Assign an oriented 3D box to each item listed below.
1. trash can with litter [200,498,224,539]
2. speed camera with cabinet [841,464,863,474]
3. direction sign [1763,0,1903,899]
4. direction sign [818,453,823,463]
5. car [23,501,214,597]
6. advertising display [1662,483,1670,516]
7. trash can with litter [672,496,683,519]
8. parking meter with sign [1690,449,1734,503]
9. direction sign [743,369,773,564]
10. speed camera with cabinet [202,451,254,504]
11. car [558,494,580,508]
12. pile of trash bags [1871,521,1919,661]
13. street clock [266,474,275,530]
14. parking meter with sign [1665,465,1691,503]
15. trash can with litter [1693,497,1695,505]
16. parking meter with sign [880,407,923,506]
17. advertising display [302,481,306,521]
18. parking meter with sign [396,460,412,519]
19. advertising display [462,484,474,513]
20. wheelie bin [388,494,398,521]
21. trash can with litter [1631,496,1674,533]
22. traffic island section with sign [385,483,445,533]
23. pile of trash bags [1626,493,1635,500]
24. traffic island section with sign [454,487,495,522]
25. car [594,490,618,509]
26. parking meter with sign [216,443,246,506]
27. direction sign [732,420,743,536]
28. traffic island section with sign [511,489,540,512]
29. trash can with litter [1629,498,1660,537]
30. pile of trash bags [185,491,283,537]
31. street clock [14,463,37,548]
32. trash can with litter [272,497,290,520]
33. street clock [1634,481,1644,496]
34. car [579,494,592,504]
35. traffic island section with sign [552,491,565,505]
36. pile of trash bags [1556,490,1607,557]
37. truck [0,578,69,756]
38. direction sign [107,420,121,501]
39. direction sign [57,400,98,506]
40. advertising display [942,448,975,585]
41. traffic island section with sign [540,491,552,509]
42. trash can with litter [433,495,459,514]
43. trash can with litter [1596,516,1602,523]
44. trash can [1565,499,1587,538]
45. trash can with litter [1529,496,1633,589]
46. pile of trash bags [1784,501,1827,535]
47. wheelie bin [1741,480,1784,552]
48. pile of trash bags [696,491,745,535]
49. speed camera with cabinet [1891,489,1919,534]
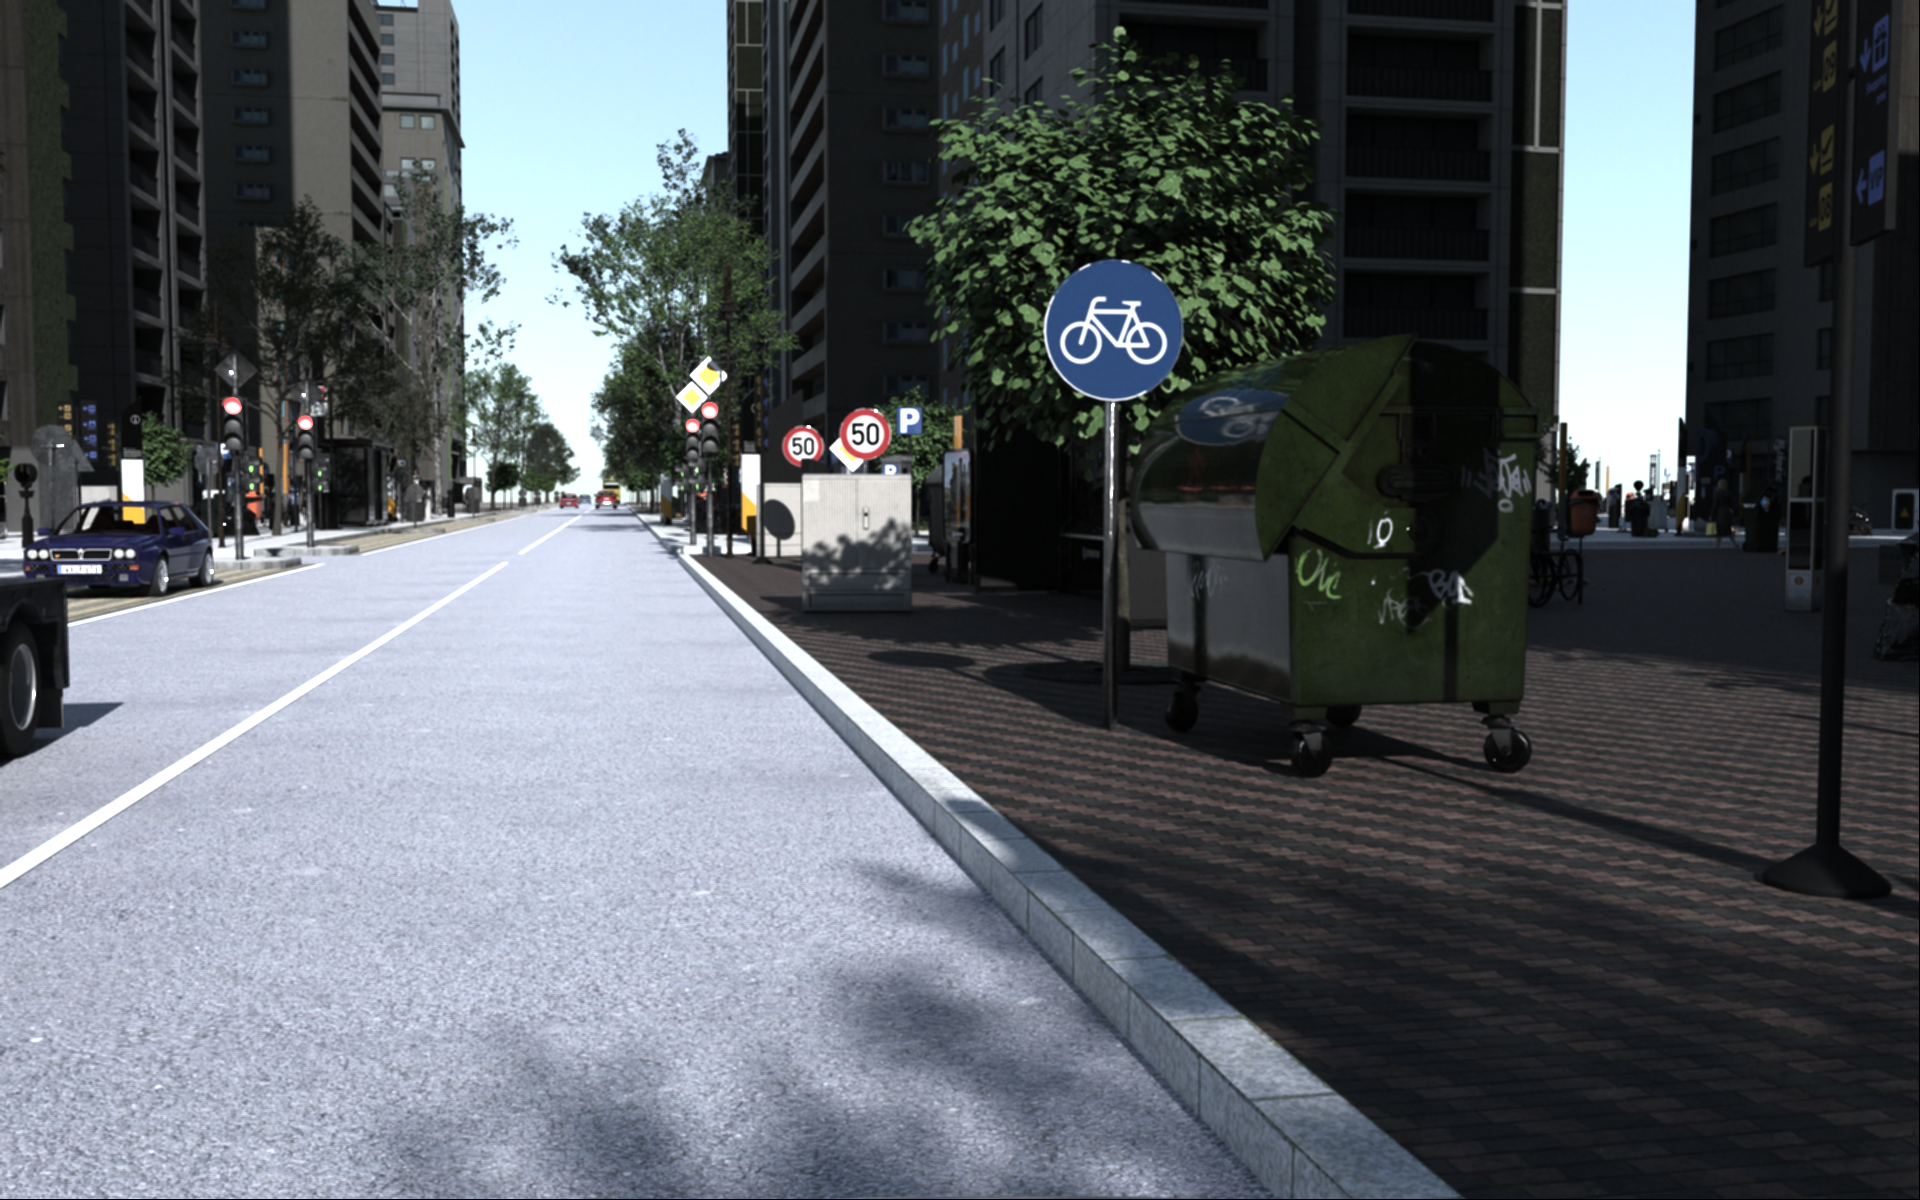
[{"bbox_3d":[-21.755,-2.380,50.299,0.624,1.170,1.055,-1,4,-18],"label":"trash can with litter"},{"bbox_3d":[-2.719,-3.706,54.934,2.038,3.252,0.660,-1,4,-23],"label":"speed camera with cabinet"},{"bbox_3d":[2.838,-0.830,5.565,0.379,3.537,0.876,1,4,12],"label":"direction sign"},{"bbox_3d":[-6.000,-4.931,72.613,0.379,3.537,0.876,2,4,31],"label":"direction sign"},{"bbox_3d":[-12.080,-0.760,25.005,1.945,1.354,3.894,-1,4,-10],"label":"car"},{"bbox_3d":[41.157,-5.829,100.515,0.974,1.923,0.123,-1,4,-19],"label":"advertising display"},{"bbox_3d":[-14.653,-4.785,89.622,0.624,1.170,1.055,-3,5,-39],"label":"trash can with litter"},{"bbox_3d":[28.892,-4.293,66.448,1.738,3.016,0.543,-2,4,-32],"label":"parking meter with sign"},{"bbox_3d":[-3.640,-2.435,31.805,0.379,3.537,0.876,0,4,8],"label":"direction sign"},{"bbox_3d":[-30.642,-4.782,72.526,0.660,3.252,2.038,2,4,33],"label":"speed camera with cabinet"},{"bbox_3d":[-39.801,-10.239,176.448,2.155,1.783,4.494,-1,4,-10],"label":"car"},{"bbox_3d":[8.680,-0.195,12.939,1.912,1.369,3.447,-3,5,-42],"label":"pile of trash bags"},{"bbox_3d":[-24.688,-3.518,62.093,0.358,2.002,0.471,-1,4,-17],"label":"street clock"},{"bbox_3d":[48.167,-7.327,116.060,0.543,3.016,1.738,-3,5,-40],"label":"parking meter with sign"},{"bbox_3d":[42.447,-5.415,99.929,0.624,1.170,1.055,0,4,7],"label":"trash can with litter"},{"bbox_3d":[-1.271,-2.308,33.996,0.543,3.016,1.738,1,4,19],"label":"parking meter with sign"},{"bbox_3d":[-31.353,-4.813,83.906,0.123,1.923,0.974,3,5,42],"label":"advertising display"},{"bbox_3d":[-28.362,-5.658,88.765,0.543,3.016,1.738,0,4,-4],"label":"parking meter with sign"},{"bbox_3d":[-32.596,-6.705,114.839,0.974,1.923,0.123,2,4,31],"label":"advertising display"},{"bbox_3d":[-26.655,-4.457,80.772,0.980,1.594,0.693,3,5,39],"label":"wheelie bin"},{"bbox_3d":[22.800,-2.845,57.577,2.233,1.210,1.678,1,4,18],"label":"trash can with litter"},{"bbox_3d":[-20.073,-3.379,63.869,1.989,1.847,2.006,-1,4,-11],"label":"traffic island section with sign"},{"bbox_3d":[44.905,-6.638,118.280,3.447,1.369,1.912,-2,4,-35],"label":"pile of trash bags"},{"bbox_3d":[-25.374,-5.008,90.515,1.989,1.847,2.006,-1,4,-11],"label":"traffic island section with sign"},{"bbox_3d":[-34.332,-9.746,168.025,2.281,1.827,5.304,-1,4,-13],"label":"car"},{"bbox_3d":[-25.099,-3.904,60.092,0.543,3.016,1.738,0,4,3],"label":"parking meter with sign"},{"bbox_3d":[-6.686,-3.745,53.231,0.876,3.537,0.379,3,4,39],"label":"direction sign"},{"bbox_3d":[-35.025,-7.973,138.990,1.989,1.847,2.006,-1,4,-11],"label":"traffic island section with sign"},{"bbox_3d":[20.482,-2.465,51.692,0.624,1.170,1.055,-1,4,-16],"label":"trash can with litter"},{"bbox_3d":[-22.573,-2.680,53.572,1.912,1.369,3.447,0,4,6],"label":"pile of trash bags"},{"bbox_3d":[-22.144,-2.234,41.103,0.471,2.002,0.358,1,4,17],"label":"street clock"},{"bbox_3d":[-36.302,-4.934,92.066,0.624,1.170,1.055,0,4,2],"label":"trash can with litter"},{"bbox_3d":[36.363,-5.399,92.848,0.471,2.002,0.358,3,4,37],"label":"street clock"},{"bbox_3d":[-54.202,-14.570,250.216,2.014,1.417,4.499,-1,4,-11],"label":"car"},{"bbox_3d":[-51.197,-12.944,220.260,1.989,1.847,2.006,-1,4,-11],"label":"traffic island section with sign"},{"bbox_3d":[11.238,-1.562,35.295,3.447,1.369,1.912,1,4,9],"label":"pile of trash bags"},{"bbox_3d":[-4.344,-0.671,0.735,2.967,4.110,18.799,-1,4,-13],"label":"truck"},{"bbox_3d":[-25.691,-3.727,52.940,0.876,3.537,0.379,1,4,22],"label":"direction sign"},{"bbox_3d":[-21.323,-3.053,41.911,0.876,3.537,0.379,-1,4,-13],"label":"direction sign"},{"bbox_3d":[-0.002,-1.195,24.760,0.123,1.923,0.974,-2,4,-25],"label":"advertising display"},{"bbox_3d":[-40.389,-9.622,165.944,1.989,1.847,2.006,-1,4,-11],"label":"traffic island section with sign"},{"bbox_3d":[-33.335,-6.115,111.038,2.233,1.210,1.678,-1,4,-14],"label":"trash can with litter"},{"bbox_3d":[28.037,-4.027,77.234,1.055,1.170,0.624,-1,4,-12],"label":"trash can with litter"},{"bbox_3d":[18.135,-2.403,50.944,0.748,1.137,0.748,0,3,0],"label":"trash can"},{"bbox_3d":[8.414,-0.825,24.539,1.678,1.210,2.233,2,4,30],"label":"trash can with litter"},{"bbox_3d":[27.943,-2.889,56.980,3.447,1.369,1.912,1,4,15],"label":"pile of trash bags"},{"bbox_3d":[17.779,-1.864,38.379,0.693,1.594,0.980,0,4,-4],"label":"wheelie bin"},{"bbox_3d":[-7.848,-2.855,56.432,1.912,1.369,3.447,-2,4,-30],"label":"pile of trash bags"},{"bbox_3d":[31.373,-3.782,56.171,0.660,3.252,2.038,-2,4,-29],"label":"speed camera with cabinet"}]
